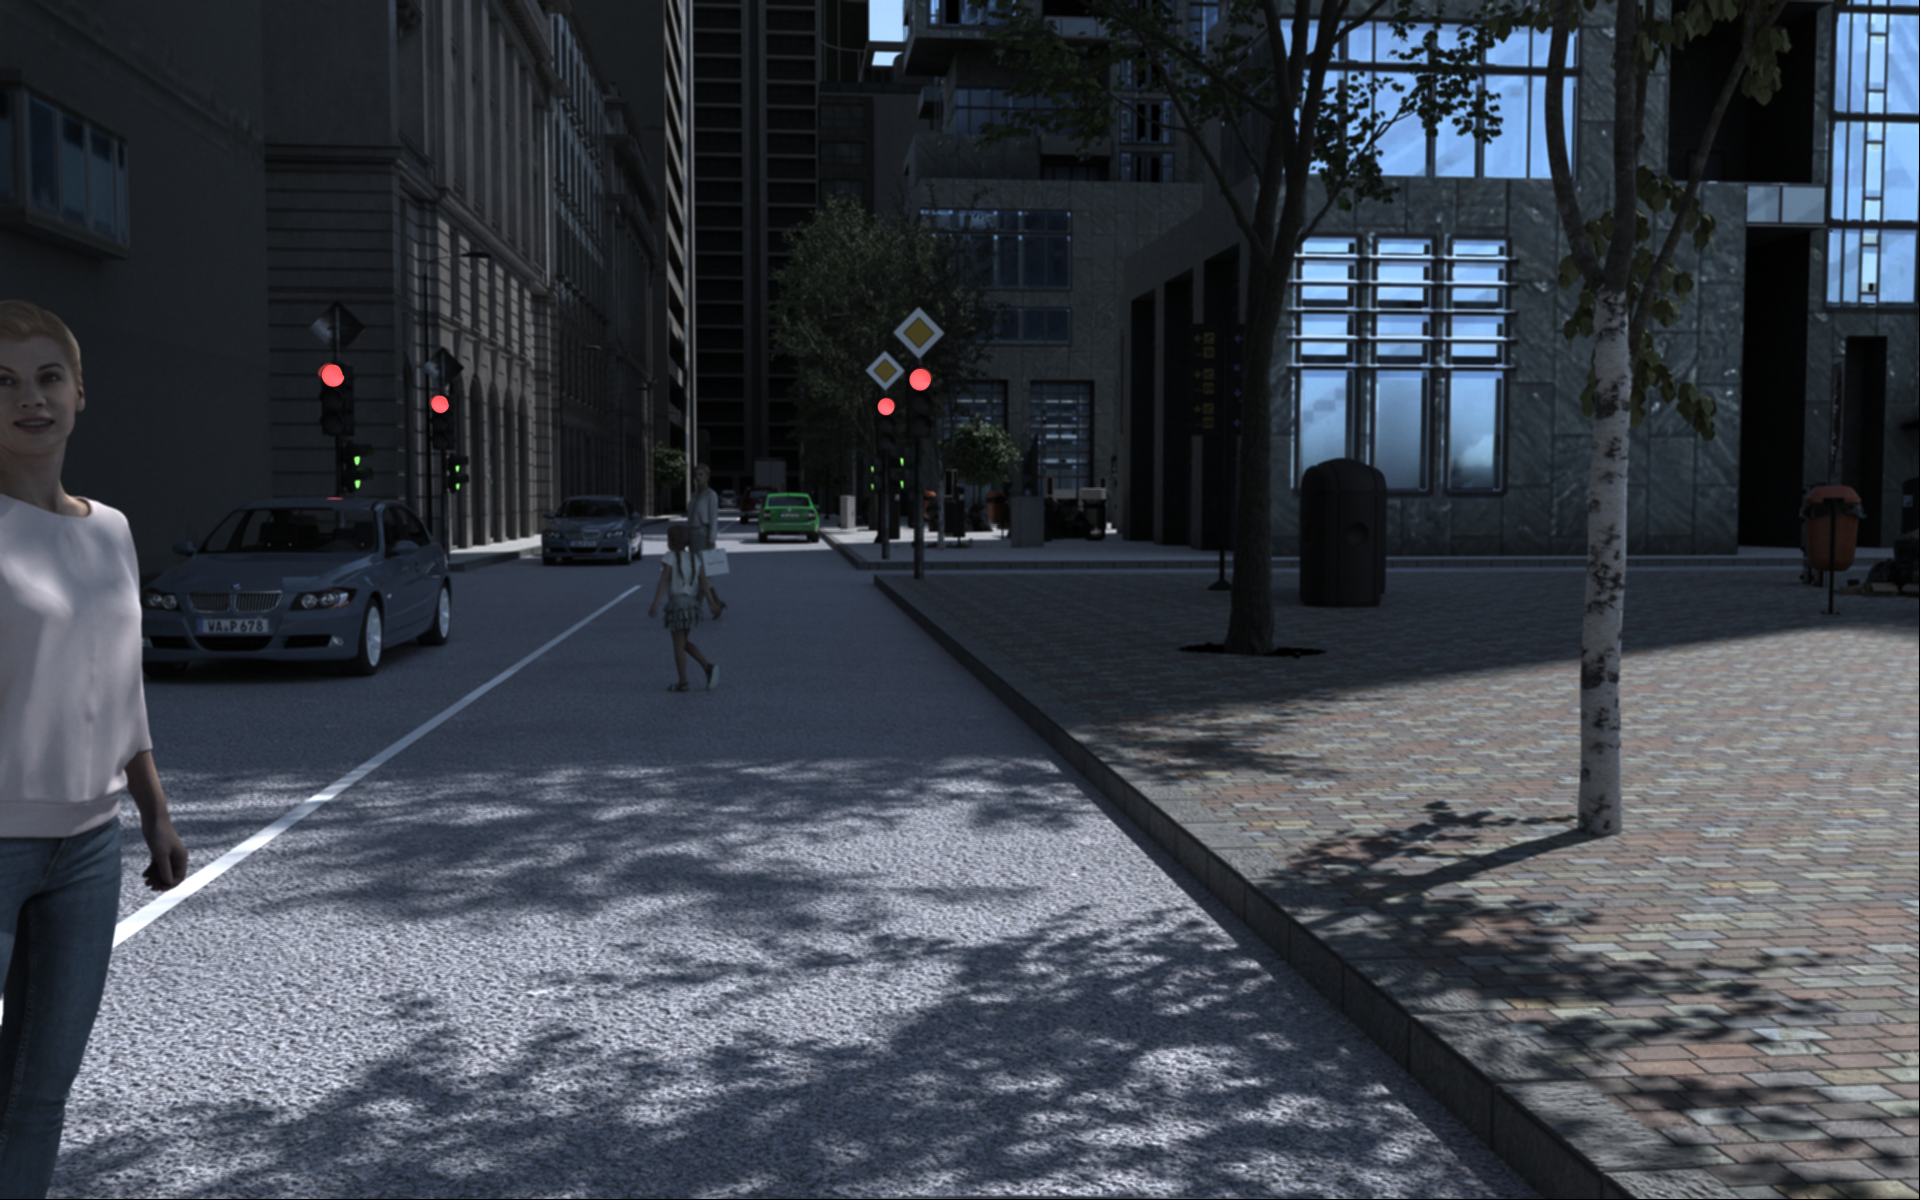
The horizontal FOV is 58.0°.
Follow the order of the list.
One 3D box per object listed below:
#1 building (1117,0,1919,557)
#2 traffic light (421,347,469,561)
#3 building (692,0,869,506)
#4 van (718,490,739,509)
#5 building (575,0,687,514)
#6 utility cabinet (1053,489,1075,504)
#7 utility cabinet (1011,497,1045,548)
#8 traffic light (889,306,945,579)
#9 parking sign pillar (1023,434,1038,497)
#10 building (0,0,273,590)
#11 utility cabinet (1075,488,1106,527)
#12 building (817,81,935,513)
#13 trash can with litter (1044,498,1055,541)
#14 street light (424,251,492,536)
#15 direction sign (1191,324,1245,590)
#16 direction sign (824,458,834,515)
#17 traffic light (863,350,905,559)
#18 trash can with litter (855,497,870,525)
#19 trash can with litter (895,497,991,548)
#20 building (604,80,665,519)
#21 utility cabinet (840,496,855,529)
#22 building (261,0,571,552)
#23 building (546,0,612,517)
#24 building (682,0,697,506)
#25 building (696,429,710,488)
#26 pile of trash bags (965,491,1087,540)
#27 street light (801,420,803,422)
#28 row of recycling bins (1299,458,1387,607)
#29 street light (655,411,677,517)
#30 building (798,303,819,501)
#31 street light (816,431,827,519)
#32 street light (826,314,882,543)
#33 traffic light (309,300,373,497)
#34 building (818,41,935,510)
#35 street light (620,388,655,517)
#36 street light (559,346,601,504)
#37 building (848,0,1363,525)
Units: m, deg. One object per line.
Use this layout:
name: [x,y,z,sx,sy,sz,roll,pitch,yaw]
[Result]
building: [20.132,-44.812,45.354,31.000,86.520,22.319,0,4,-6]
traffic light: [-9.846,-2.702,33.099,0.839,4.253,0.868,0,4,-6]
building: [-20.802,-46.648,200.950,20.611,71.187,20.563,0,4,-6]
van: [-22.392,-9.813,167.460,2.013,2.044,4.112,0,4,-6]
building: [-29.997,-30.168,116.940,21.300,48.544,21.600,0,4,-6]
utility cabinet: [4.487,-4.116,75.976,1.173,1.500,0.318,-1,4,-22]
utility cabinet: [1.625,-1.865,41.661,0.306,1.237,1.020,3,4,37]
traffic light: [-0.639,-2.272,26.060,0.839,4.253,0.868,0,4,-6]
parking sign pillar: [3.170,-5.454,77.646,1.447,3.967,1.447,1,4,14]
building: [-19.216,-23.741,11.864,21.600,48.544,21.300,0,4,-6]
utility cabinet: [5.054,-3.524,66.293,0.318,1.500,1.173,-3,5,-43]
building: [-3.298,-21.642,125.545,14.160,30.474,14.107,0,4,-6]
trash can with litter: [2.088,-2.178,47.000,0.624,1.170,1.055,-3,5,-40]
street light: [-9.665,-3.713,33.255,1.470,5.913,1.316,0,4,-6]
direction sign: [3.514,-1.904,23.129,0.876,3.537,0.379,0,4,-4]
direction sign: [-8.191,-7.103,108.134,0.876,3.537,0.379,3,5,41]
traffic light: [-1.484,-2.757,34.001,0.839,4.253,0.868,0,4,-6]
trash can with litter: [-3.950,-3.717,72.159,0.624,1.170,1.055,2,4,26]
trash can with litter: [-0.512,-1.869,41.617,2.233,1.210,1.678,2,4,32]
building: [-22.122,-14.950,86.230,13.314,21.916,24.055,0,4,-6]
utility cabinet: [-4.133,-3.222,63.840,0.306,1.237,1.020,1,4,14]
building: [-17.822,-12.335,43.485,13.314,21.916,24.055,0,4,-6]
building: [-18.859,-13.224,65.362,9.793,20.994,18.267,0,4,-6]
building: [-32.971,-36.656,141.320,21.231,58.520,28.212,0,4,-6]
building: [-40.782,-52.376,169.019,31.000,86.520,22.319,0,4,-6]
pile of trash bags: [2.084,-2.442,49.684,3.447,1.369,1.912,-3,5,-42]
street light: [-7.286,-7.037,87.596,1.470,5.913,1.316,0,4,-6]
row of recycling bins: [4.699,-0.863,21.216,1.069,1.692,3.534,1,4,15]
street light: [-16.483,-7.600,96.807,1.470,5.913,1.316,0,4,-6]
building: [-1.908,-19.976,171.640,27.650,21.520,28.899,0,4,-6]
street light: [-5.112,-5.745,66.467,1.470,5.913,1.316,0,4,-6]
street light: [-2.634,-4.428,44.939,1.470,5.913,1.316,0,4,-6]
traffic light: [-9.002,-2.216,25.158,0.839,4.253,0.868,0,4,-6]
building: [3.989,-27.722,145.142,32.217,40.220,23.993,0,4,-6]
street light: [-14.241,-6.305,75.629,1.470,5.913,1.316,0,4,-6]
street light: [-11.990,-5.013,54.509,1.470,5.913,1.316,0,4,-6]
building: [5.698,-47.707,92.679,22.319,86.520,31.000,0,4,-6]
